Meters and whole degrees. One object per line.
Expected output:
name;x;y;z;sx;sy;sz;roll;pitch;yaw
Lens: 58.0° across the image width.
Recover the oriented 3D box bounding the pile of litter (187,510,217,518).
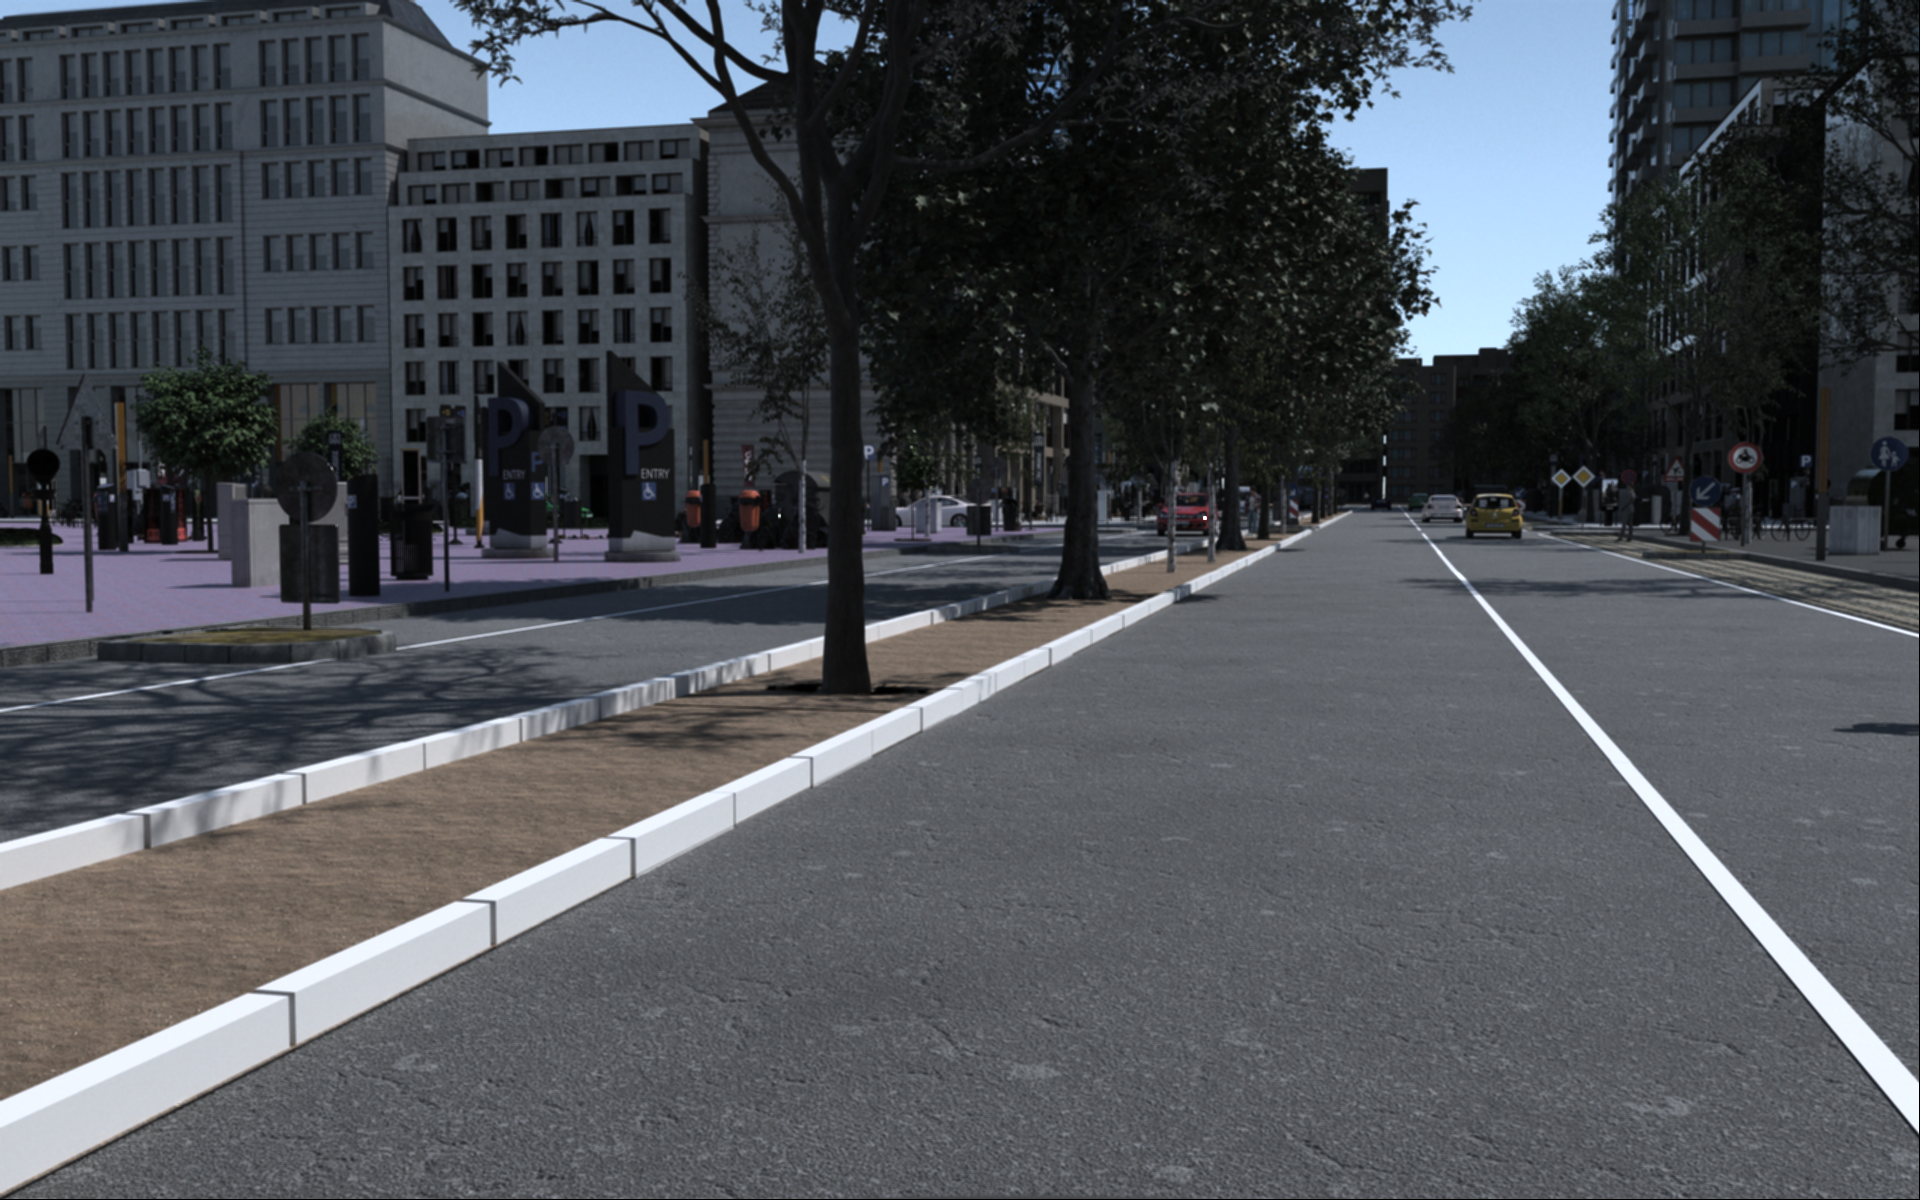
pile of litter;-41.247;-4.890;93.921;1.719;0.858;1.176;1;4;11

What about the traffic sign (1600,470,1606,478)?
traffic sign;33.174;-5.492;89.903;0.768;2.556;0.104;1;4;22

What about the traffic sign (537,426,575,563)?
traffic sign;-7.534;-1.965;32.240;0.768;2.556;0.104;1;4;15

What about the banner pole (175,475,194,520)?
banner pole;-38.167;-5.845;85.585;0.863;3.779;0.401;1;4;15

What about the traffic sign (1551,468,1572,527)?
traffic sign;23.539;-3.927;67.851;0.795;2.450;0.064;1;4;14

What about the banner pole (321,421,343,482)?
banner pole;-21.595;-4.248;59.469;0.863;3.779;0.401;0;4;-1

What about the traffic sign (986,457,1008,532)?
traffic sign;1.266;-3.620;59.298;0.768;2.556;0.104;1;4;15

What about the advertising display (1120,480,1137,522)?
advertising display;7.809;-4.630;80.909;0.123;1.923;0.974;-2;4;-28

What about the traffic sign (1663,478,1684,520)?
traffic sign;29.635;-4.395;71.864;0.884;2.594;0.081;2;4;24

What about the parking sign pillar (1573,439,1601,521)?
parking sign pillar;30.487;-5.834;83.864;1.447;3.967;1.447;0;4;-8

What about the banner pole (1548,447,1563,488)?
banner pole;31.707;-6.244;92.107;0.863;3.779;0.401;2;4;28

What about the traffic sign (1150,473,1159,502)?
traffic sign;11.976;-6.620;108.244;0.884;2.594;0.081;1;4;17

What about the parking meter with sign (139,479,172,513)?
parking meter with sign;-42.166;-5.784;90.827;1.738;3.016;0.543;0;4;-1

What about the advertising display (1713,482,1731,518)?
advertising display;41.479;-5.448;94.288;0.974;1.923;0.123;0;4;-5

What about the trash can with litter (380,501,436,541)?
trash can with litter;-15.265;-2.247;47.794;1.678;1.210;2.233;-2;4;-35

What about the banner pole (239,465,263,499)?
banner pole;-20.672;-3.708;50.649;0.863;3.779;0.401;-3;5;-39

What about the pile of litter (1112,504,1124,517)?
pile of litter;8.790;-5.022;96.071;1.176;0.858;1.719;0;4;-3

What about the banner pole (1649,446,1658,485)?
banner pole;36.235;-6.154;90.640;0.401;3.779;0.863;-1;4;-15

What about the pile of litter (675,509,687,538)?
pile of litter;-8.390;-2.275;51.167;1.176;0.858;1.719;2;4;30

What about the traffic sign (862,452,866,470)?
traffic sign;-2.856;-2.793;45.773;0.768;2.556;0.104;1;4;21

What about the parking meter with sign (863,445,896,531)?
parking meter with sign;-2.797;-3.933;60.559;0.543;3.016;1.738;-2;4;-33

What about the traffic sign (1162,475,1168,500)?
traffic sign;13.776;-7.069;115.685;0.768;2.556;0.104;1;4;19

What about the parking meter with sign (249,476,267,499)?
parking meter with sign;-29.195;-4.643;72.177;0.543;3.016;1.738;0;4;4

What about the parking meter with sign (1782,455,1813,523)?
parking meter with sign;37.021;-4.915;76.620;1.738;3.016;0.543;-3;4;-39

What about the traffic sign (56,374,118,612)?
traffic sign;-9.452;-1.145;18.727;0.884;2.594;0.081;1;4;22

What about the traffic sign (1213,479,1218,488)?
traffic sign;18.934;-7.856;129.628;0.795;2.450;0.064;1;4;14

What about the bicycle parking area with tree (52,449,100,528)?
bicycle parking area with tree;-36.092;-4.875;66.715;8.231;4.147;9.016;-1;4;-18

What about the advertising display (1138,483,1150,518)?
advertising display;9.835;-5.370;93.019;0.974;1.923;0.123;-3;4;-38

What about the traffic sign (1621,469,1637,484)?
traffic sign;34.390;-5.442;89.091;0.768;2.556;0.104;1;4;19

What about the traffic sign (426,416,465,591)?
traffic sign;-6.772;-1.265;22.809;0.606;2.300;0.079;1;4;21

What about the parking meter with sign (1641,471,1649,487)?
parking meter with sign;50.475;-8.047;127.823;0.543;3.016;1.738;2;4;27

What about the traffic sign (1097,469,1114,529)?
traffic sign;5.467;-3.698;64.104;0.795;2.450;0.064;1;4;14

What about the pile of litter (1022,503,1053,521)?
pile of litter;3.723;-4.297;84.224;1.176;0.858;1.719;-3;5;-40

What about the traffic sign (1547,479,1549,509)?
traffic sign;40.232;-7.246;118.570;0.768;2.556;0.104;1;4;20

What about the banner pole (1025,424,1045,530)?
banner pole;2.701;-4.392;61.827;0.863;3.779;0.401;-3;5;-39

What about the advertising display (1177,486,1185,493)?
advertising display;18.449;-8.553;145.048;0.974;1.923;0.123;2;4;24

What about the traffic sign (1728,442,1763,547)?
traffic sign;19.145;-2.580;42.287;0.768;2.556;0.104;1;4;20

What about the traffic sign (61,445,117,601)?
traffic sign;-10.431;-1.267;20.711;0.884;2.594;0.081;1;4;22

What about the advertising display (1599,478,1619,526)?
advertising display;25.895;-3.908;69.116;0.974;1.923;0.123;-2;4;-28

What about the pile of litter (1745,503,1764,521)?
pile of litter;38.199;-4.247;83.407;1.176;0.858;1.719;3;4;39

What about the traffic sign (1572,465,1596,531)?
traffic sign;21.620;-3.453;60.099;0.795;2.450;0.064;1;4;14

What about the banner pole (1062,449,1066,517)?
banner pole;5.732;-6.453;95.522;0.401;3.779;0.863;1;4;15

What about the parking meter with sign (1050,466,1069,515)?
parking meter with sign;6.476;-6.770;106.947;1.738;3.016;0.543;-1;4;-18

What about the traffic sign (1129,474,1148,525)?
traffic sign;7.386;-4.172;71.856;0.795;2.450;0.064;1;4;14

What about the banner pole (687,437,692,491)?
banner pole;-11.827;-5.257;75.964;0.401;3.779;0.863;0;4;3

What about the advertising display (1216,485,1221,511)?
advertising display;19.149;-7.528;128.299;0.123;1.923;0.974;-1;4;-10

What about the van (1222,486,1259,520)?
van;15.218;-5.297;93.624;2.013;2.044;4.112;1;4;14

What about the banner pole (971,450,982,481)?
banner pole;0.881;-6.587;97.716;0.863;3.779;0.401;-2;4;-26

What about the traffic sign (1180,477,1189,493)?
traffic sign;16.334;-7.678;125.647;0.768;2.556;0.104;1;4;22

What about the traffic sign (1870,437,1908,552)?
traffic sign;20.621;-2.349;38.512;0.768;2.556;0.104;1;4;20

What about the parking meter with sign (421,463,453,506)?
parking meter with sign;-26.592;-5.613;88.036;1.738;3.016;0.543;0;4;6

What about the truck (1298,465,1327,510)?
truck;33.777;-10.803;166.386;2.967;4.110;18.799;1;4;12

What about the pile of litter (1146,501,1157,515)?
pile of litter;11.540;-5.654;106.405;1.176;0.858;1.719;-2;4;-33

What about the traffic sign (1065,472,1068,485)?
traffic sign;5.103;-4.715;79.223;0.606;2.300;0.079;1;4;20

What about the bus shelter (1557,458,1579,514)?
bus shelter;39.056;-7.355;111.539;1.731;3.624;6.357;1;4;14

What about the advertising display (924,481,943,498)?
advertising display;-1.244;-4.669;81.558;0.974;1.923;0.123;-2;4;-25

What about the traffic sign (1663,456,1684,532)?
traffic sign;24.261;-3.589;58.685;0.884;2.594;0.081;1;4;23
